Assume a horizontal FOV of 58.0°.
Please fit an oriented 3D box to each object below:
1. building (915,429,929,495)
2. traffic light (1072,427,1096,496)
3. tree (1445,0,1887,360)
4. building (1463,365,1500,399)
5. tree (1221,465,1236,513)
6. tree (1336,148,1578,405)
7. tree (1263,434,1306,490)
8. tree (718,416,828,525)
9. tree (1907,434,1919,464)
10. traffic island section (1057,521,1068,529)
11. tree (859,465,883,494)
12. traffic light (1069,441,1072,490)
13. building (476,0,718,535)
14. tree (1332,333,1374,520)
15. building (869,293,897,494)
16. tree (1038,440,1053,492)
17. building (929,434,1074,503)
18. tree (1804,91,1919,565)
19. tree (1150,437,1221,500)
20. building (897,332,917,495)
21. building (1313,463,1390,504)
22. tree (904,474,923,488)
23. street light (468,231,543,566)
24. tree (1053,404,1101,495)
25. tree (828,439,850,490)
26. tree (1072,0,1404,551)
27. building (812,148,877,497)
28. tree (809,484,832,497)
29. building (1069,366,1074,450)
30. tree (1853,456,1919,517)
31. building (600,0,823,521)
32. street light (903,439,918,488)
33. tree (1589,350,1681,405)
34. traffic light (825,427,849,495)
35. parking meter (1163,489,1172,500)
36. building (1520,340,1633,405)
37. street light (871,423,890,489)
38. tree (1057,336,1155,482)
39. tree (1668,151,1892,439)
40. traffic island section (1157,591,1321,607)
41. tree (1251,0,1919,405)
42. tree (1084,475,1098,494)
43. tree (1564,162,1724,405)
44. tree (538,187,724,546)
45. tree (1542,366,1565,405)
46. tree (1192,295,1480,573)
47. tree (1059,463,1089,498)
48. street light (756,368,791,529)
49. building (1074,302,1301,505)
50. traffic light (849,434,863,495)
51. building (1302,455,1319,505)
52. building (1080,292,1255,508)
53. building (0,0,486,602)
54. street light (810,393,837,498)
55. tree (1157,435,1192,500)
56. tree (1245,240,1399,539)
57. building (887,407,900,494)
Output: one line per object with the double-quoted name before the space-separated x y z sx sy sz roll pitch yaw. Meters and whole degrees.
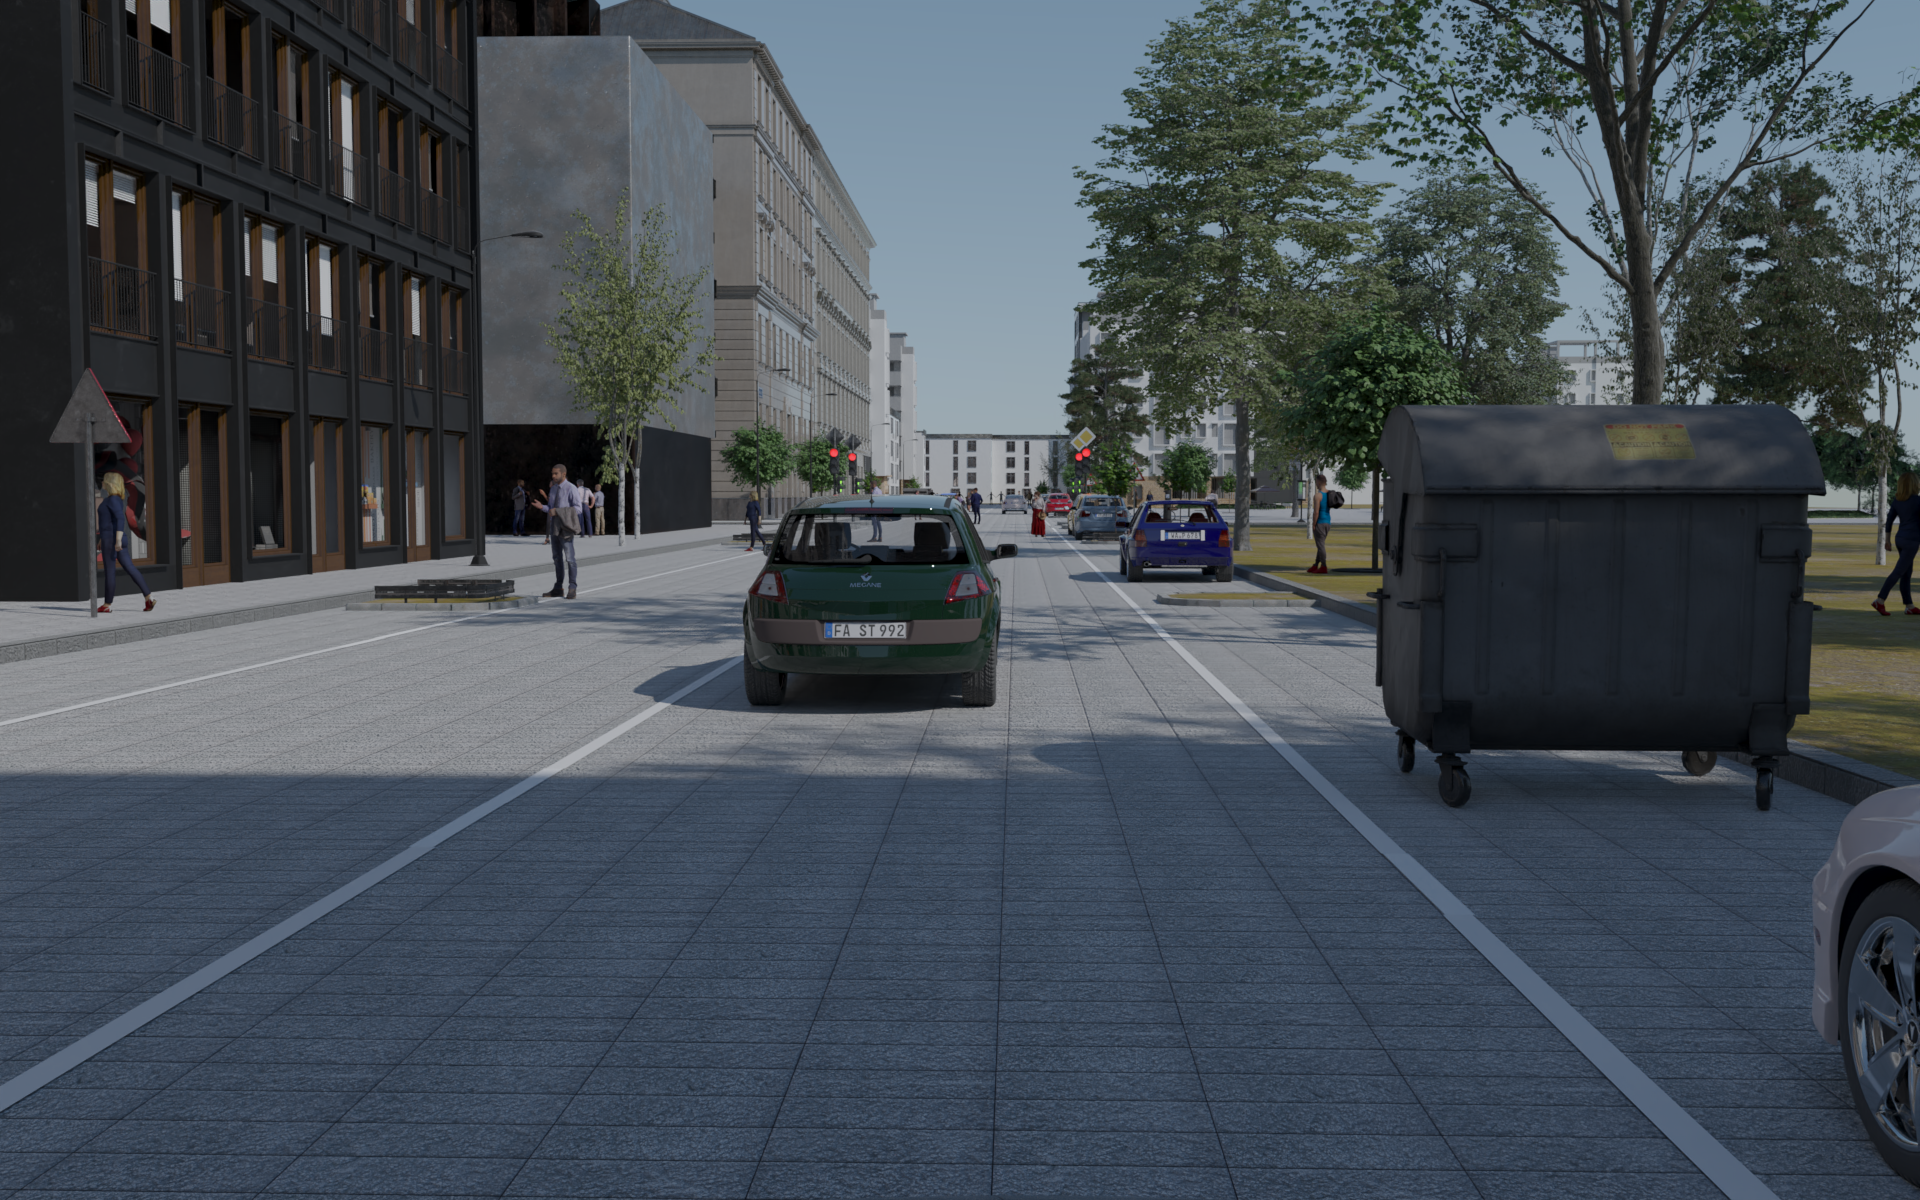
"building" -18.614 -17.337 225.613 28.070 9.664 9.099 0 4 2
"traffic light" 5.179 -5.032 71.524 0.839 4.213 0.868 0 4 2
"tree" 21.857 -11.963 51.477 12.611 20.169 13.585 0 3 0
"building" 79.370 -23.819 245.856 11.380 20.091 16.016 0 4 2
"tree" 17.914 -7.412 115.781 1.663 3.219 1.824 0 3 0
"tree" 18.606 -9.711 65.430 9.857 13.997 8.962 0 3 0
"tree" 23.744 -10.585 123.426 4.737 8.622 4.395 0 3 0
"tree" -8.389 -5.422 72.356 4.285 4.588 4.351 0 3 0
"tree" 56.675 -9.270 114.463 11.467 7.101 20.602 2 4 33
"traffic island section" 5.481 -3.507 79.616 2.009 0.180 2.903 0 4 2
"tree" -6.031 -7.386 115.365 1.663 3.219 1.824 0 3 0
"traffic light" 5.441 -5.521 79.505 0.839 4.213 0.868 0 4 2
"building" -18.168 -11.892 61.883 16.811 18.784 16.820 0 4 2
"tree" 20.491 -9.189 84.648 8.767 10.594 7.601 3 5 41
"building" -14.482 -18.643 161.234 16.016 20.091 11.380 0 4 2
"tree" 12.638 -17.212 231.778 4.360 8.622 3.978 0 3 0
"building" 4.511 -18.549 245.417 28.070 9.664 9.099 0 4 2
"tree" 16.457 -4.943 31.184 4.360 8.622 3.978 0 3 0
"tree" 7.479 -3.899 58.357 1.663 3.219 1.824 0 3 0
"building" -12.933 -21.050 200.580 16.016 20.091 11.380 0 4 2
"building" 58.632 -17.202 223.392 28.070 9.664 9.099 0 4 2
"tree" -4.433 -10.172 160.913 1.663 3.219 1.824 0 3 0
"street light" -8.045 -3.559 30.727 1.470 5.913 1.316 0 4 2
"tree" 9.153 -10.985 129.961 4.360 8.622 3.978 0 3 0
"tree" -6.763 -6.250 85.904 4.285 4.588 4.351 0 3 0
"tree" 5.992 -7.397 39.062 7.486 12.596 7.792 0 3 0
"building" -16.199 -21.553 128.813 17.030 29.872 44.131 0 4 2
"tree" -7.646 -6.016 92.970 1.663 3.219 1.824 0 3 0
"building" 22.151 -22.394 222.566 16.016 20.091 11.380 0 4 2
"tree" 58.091 -11.615 91.730 18.604 14.587 13.155 2 4 25
"building" -14.979 -18.162 94.215 12.463 27.353 25.104 0 4 2
"street light" -4.233 -10.638 146.467 1.470 5.913 1.316 0 4 2
"tree" 32.100 -8.031 81.673 4.737 8.622 4.395 0 3 0
"traffic light" -5.177 -5.052 71.846 0.839 4.213 0.868 0 4 2
"parking meter" 9.413 -4.294 78.622 0.372 1.533 0.369 0 3 0
"building" 78.302 -22.158 218.707 11.380 20.091 16.016 0 4 2
"street light" -5.265 -8.603 113.192 1.470 5.913 1.316 0 4 2
"tree" 10.082 -12.098 119.859 6.751 12.117 7.091 0 3 0
"tree" 29.910 -9.543 63.453 7.806 13.903 7.818 0 3 0
"traffic island section" 3.630 -0.004 22.939 1.991 0.108 1.994 0 4 2
"tree" 5.808 -5.439 14.677 9.928 11.665 9.643 0 3 0
"tree" 10.687 -8.807 138.596 1.663 3.219 1.824 0 3 0
"tree" 16.106 -5.412 38.844 4.360 8.622 3.978 0 3 0
"tree" -8.196 -5.647 42.689 4.737 8.622 4.395 0 3 0
"tree" 31.889 -8.784 93.981 4.360 8.622 3.978 0 3 0
"tree" 6.946 -2.743 28.562 4.285 4.588 4.351 0 3 0
"tree" 11.195 -10.813 160.502 4.285 4.588 4.351 0 3 0
"street light" -6.942 -5.594 64.000 1.470 5.913 1.316 0 4 2
"building" 27.057 -21.798 200.376 27.936 21.610 32.646 0 4 2
"traffic light" -4.915 -5.540 79.827 0.839 4.213 0.868 0 4 2
"building" 38.787 -22.221 219.733 11.380 20.091 16.016 0 4 2
"building" 19.647 -19.015 167.316 16.016 20.091 11.380 0 4 2
"building" -16.362 -12.127 27.960 12.332 23.373 15.834 0 4 2
"street light" -6.332 -6.558 79.763 1.470 5.913 1.316 0 4 2
"tree" 12.585 -6.850 95.706 4.285 4.588 4.351 0 3 0
"tree" 10.257 -6.057 49.387 4.360 8.622 3.978 0 3 0
"building" -10.768 -14.617 181.131 9.099 9.664 28.070 0 4 2
